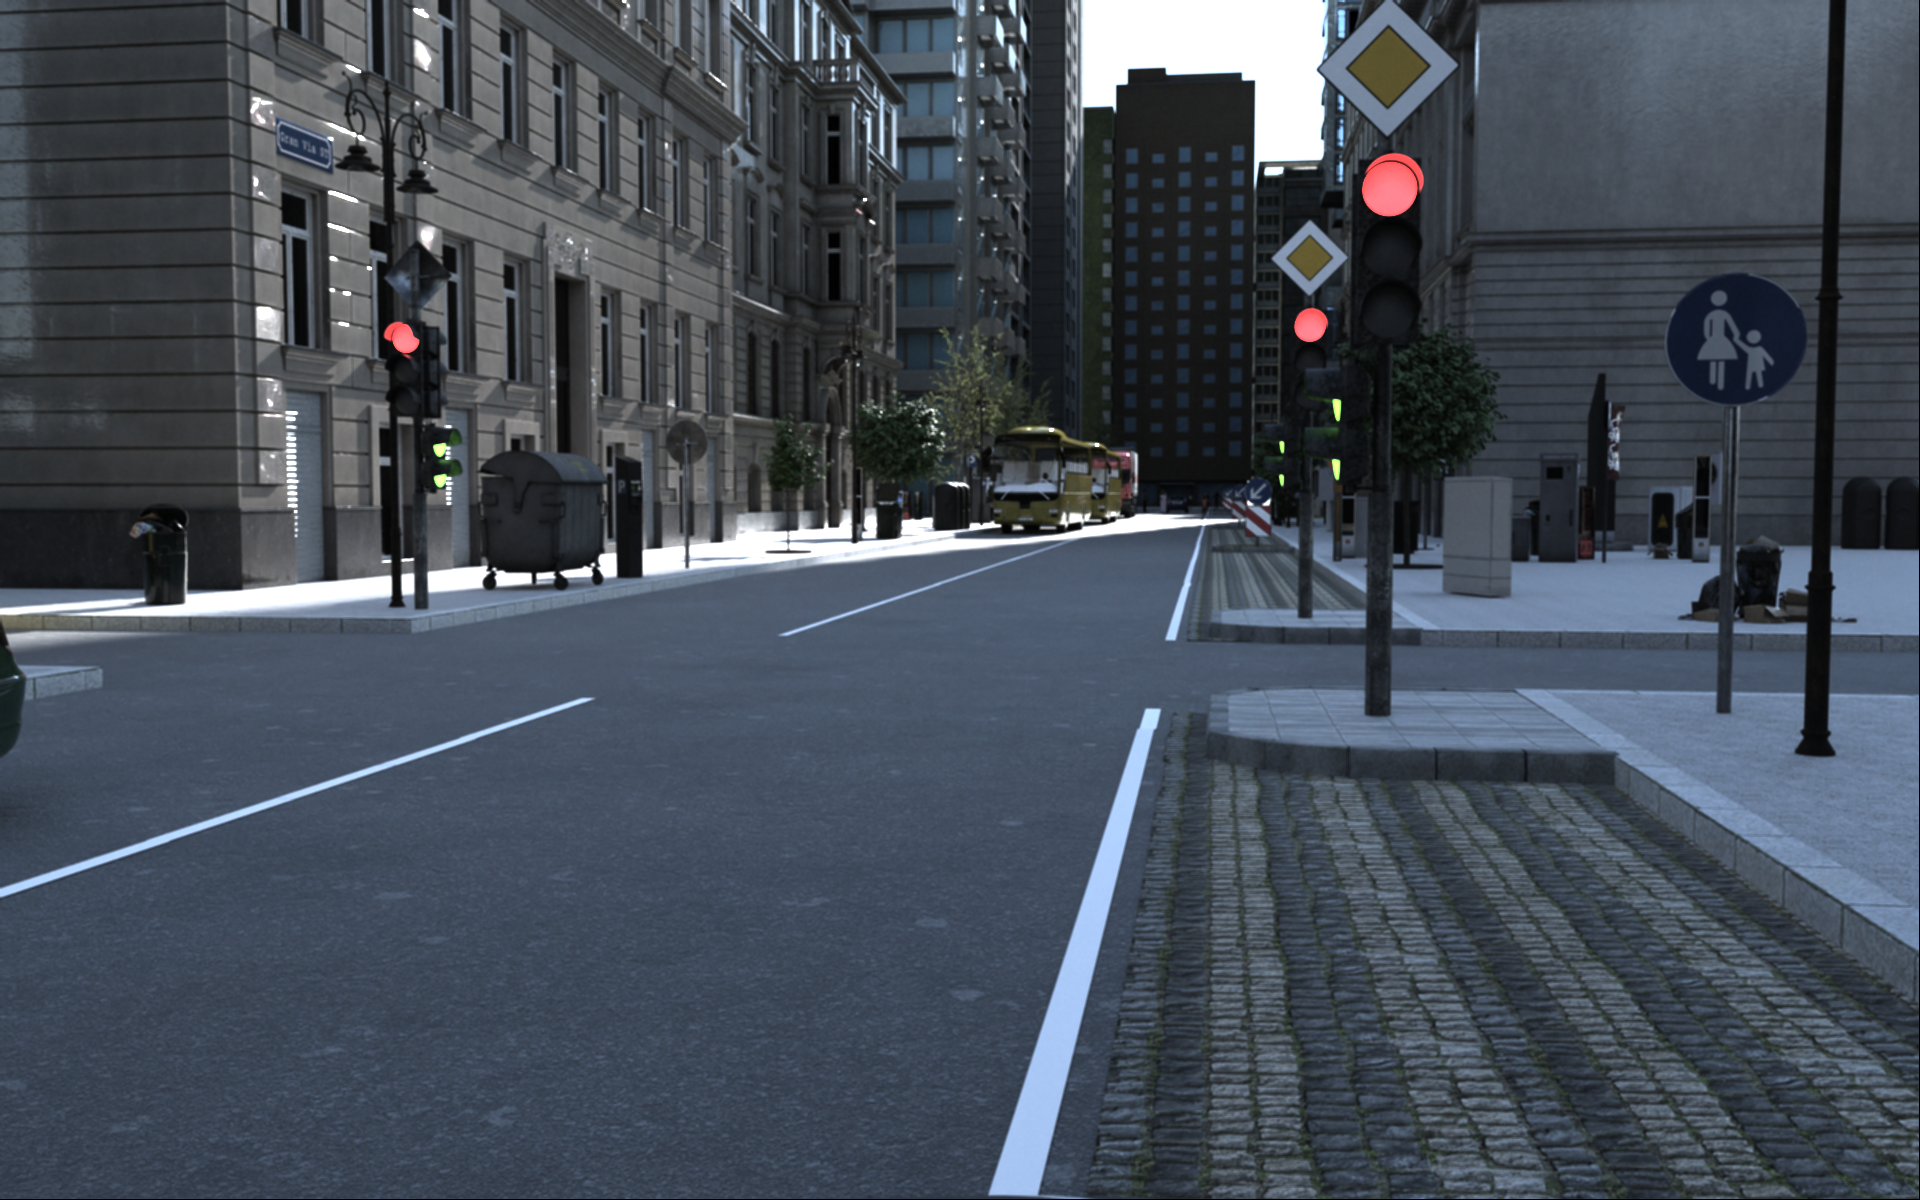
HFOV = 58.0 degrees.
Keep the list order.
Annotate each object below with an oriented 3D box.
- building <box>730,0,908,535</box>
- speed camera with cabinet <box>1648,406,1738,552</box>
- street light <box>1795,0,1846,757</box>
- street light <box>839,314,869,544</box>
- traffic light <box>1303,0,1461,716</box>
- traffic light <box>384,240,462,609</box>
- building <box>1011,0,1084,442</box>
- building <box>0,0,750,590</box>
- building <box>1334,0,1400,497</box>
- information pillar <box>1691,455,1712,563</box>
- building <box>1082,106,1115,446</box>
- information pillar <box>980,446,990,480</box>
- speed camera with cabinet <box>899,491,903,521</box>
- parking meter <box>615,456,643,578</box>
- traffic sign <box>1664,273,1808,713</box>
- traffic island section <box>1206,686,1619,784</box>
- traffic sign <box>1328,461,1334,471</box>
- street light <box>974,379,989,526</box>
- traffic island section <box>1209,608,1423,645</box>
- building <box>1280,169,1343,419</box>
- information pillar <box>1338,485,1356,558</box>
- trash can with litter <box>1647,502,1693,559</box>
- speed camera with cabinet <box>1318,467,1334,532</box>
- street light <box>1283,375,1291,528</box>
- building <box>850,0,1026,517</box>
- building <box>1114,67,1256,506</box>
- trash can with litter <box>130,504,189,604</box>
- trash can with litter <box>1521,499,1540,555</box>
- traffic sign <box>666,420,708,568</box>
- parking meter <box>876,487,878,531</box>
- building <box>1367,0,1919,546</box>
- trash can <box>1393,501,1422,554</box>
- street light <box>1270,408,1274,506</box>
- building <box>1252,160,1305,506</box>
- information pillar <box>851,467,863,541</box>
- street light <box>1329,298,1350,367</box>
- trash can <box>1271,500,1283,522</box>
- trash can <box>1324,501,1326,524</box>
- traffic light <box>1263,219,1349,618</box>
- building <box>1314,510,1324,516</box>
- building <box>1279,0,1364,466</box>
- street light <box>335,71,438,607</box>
[{"bbox_3d":[-10.433,-15.029,64.805,14.460,24.649,34.723,1,4,8],"label":"building"},{"bbox_3d":[16.217,-2.692,38.351,0.660,3.252,2.038,-1,4,-22],"label":"speed camera with cabinet"},{"bbox_3d":[4.222,-2.176,8.371,0.468,5.910,1.993,1,4,8],"label":"street light"},{"bbox_3d":[-2.721,-4.395,44.643,0.468,5.910,1.993,1,4,8],"label":"street light"},{"bbox_3d":[2.410,-1.286,9.953,0.839,4.253,0.868,1,4,8],"label":"traffic light"},{"bbox_3d":[-6.000,-1.854,19.229,0.839,4.253,0.868,1,4,8],"label":"traffic light"},{"bbox_3d":[0.263,-43.932,156.545,20.611,71.187,20.563,1,4,8],"label":"building"},{"bbox_3d":[-13.374,-14.539,34.979,12.463,27.353,25.104,1,4,8],"label":"building"},{"bbox_3d":[23.928,-17.174,78.064,12.463,27.353,25.104,1,4,8],"label":"building"},{"bbox_3d":[13.923,-1.714,32.514,0.304,2.012,0.304,1,4,20],"label":"information pillar"},{"bbox_3d":[9.964,-30.778,186.812,14.086,41.232,14.154,1,4,8],"label":"building"},{"bbox_3d":[1.236,-5.658,83.870,0.504,3.616,0.183,1,4,17],"label":"information pillar"},{"bbox_3d":[-3.642,-5.457,83.557,2.038,3.252,0.660,3,5,43],"label":"speed camera with cabinet"},{"bbox_3d":[-5.068,-1.274,26.547,0.399,1.863,0.255,3,5,43],"label":"parking meter"},{"bbox_3d":[4.483,-0.611,10.089,0.768,2.556,0.104,1,4,14],"label":"traffic sign"},{"bbox_3d":[2.448,0.747,10.061,2.009,0.180,2.903,1,4,8],"label":"traffic island section"},{"bbox_3d":[9.929,-2.742,44.942,0.768,2.556,0.104,1,4,14],"label":"traffic sign"},{"bbox_3d":[0.870,-5.931,69.761,0.468,5.910,1.993,1,4,8],"label":"street light"},{"bbox_3d":[3.601,0.264,17.963,2.009,0.180,2.903,1,4,8],"label":"traffic island section"},{"bbox_3d":[35.905,-23.493,155.815,14.160,30.474,14.107,1,4,8],"label":"building"},{"bbox_3d":[7.728,-1.840,34.584,0.304,2.012,0.304,0,4,3],"label":"information pillar"},{"bbox_3d":[14.186,-1.398,34.239,1.055,1.170,0.624,1,4,14],"label":"trash can with litter"},{"bbox_3d":[12.778,-3.968,59.218,0.660,3.252,2.038,2,4,27],"label":"speed camera with cabinet"},{"bbox_3d":[12.586,-5.714,66.204,0.468,5.910,1.993,1,4,8],"label":"street light"},{"bbox_3d":[-7.717,-30.005,110.192,23.786,49.044,30.456,1,4,8],"label":"building"},{"bbox_3d":[24.012,-32.716,185.015,14.200,45.320,14.600,1,4,8],"label":"building"},{"bbox_3d":[-9.393,-0.547,20.338,0.624,1.170,1.055,-2,4,-25],"label":"trash can with litter"},{"bbox_3d":[12.280,-1.533,36.452,0.624,1.170,1.055,3,4,38],"label":"trash can with litter"},{"bbox_3d":[-4.731,-1.826,29.954,0.768,2.556,0.104,1,4,14],"label":"traffic sign"},{"bbox_3d":[-2.620,-3.045,58.199,0.372,1.533,0.369,0,3,0],"label":"parking meter"},{"bbox_3d":[20.420,-12.971,53.873,13.314,21.916,24.055,1,4,8],"label":"building"},{"bbox_3d":[9.561,-1.570,37.322,0.748,1.137,0.748,0,3,0],"label":"trash can"},{"bbox_3d":[16.420,-7.248,91.286,0.468,5.910,1.993,1,4,8],"label":"street light"},{"bbox_3d":[44.067,-30.488,190.359,23.993,40.220,32.217,1,4,8],"label":"building"},{"bbox_3d":[-2.842,-2.647,47.775,0.304,2.012,0.304,0,4,-2],"label":"information pillar"},{"bbox_3d":[9.025,-4.177,41.082,0.468,5.910,1.993,1,4,8],"label":"street light"},{"bbox_3d":[14.820,-4.236,80.904,0.748,1.137,0.748,0,3,0],"label":"trash can"},{"bbox_3d":[15.019,-3.569,70.004,0.748,1.137,0.748,0,3,0],"label":"trash can"},{"bbox_3d":[3.563,-1.770,17.855,0.839,4.253,0.868,1,4,8],"label":"traffic light"},{"bbox_3d":[38.010,-25.244,104.617,32.217,40.220,23.993,1,4,8],"label":"building"},{"bbox_3d":[36.543,-50.067,131.262,22.319,86.520,31.000,1,4,8],"label":"building"},{"bbox_3d":[-6.408,-2.859,19.539,0.468,5.910,1.993,1,4,8],"label":"street light"}]
